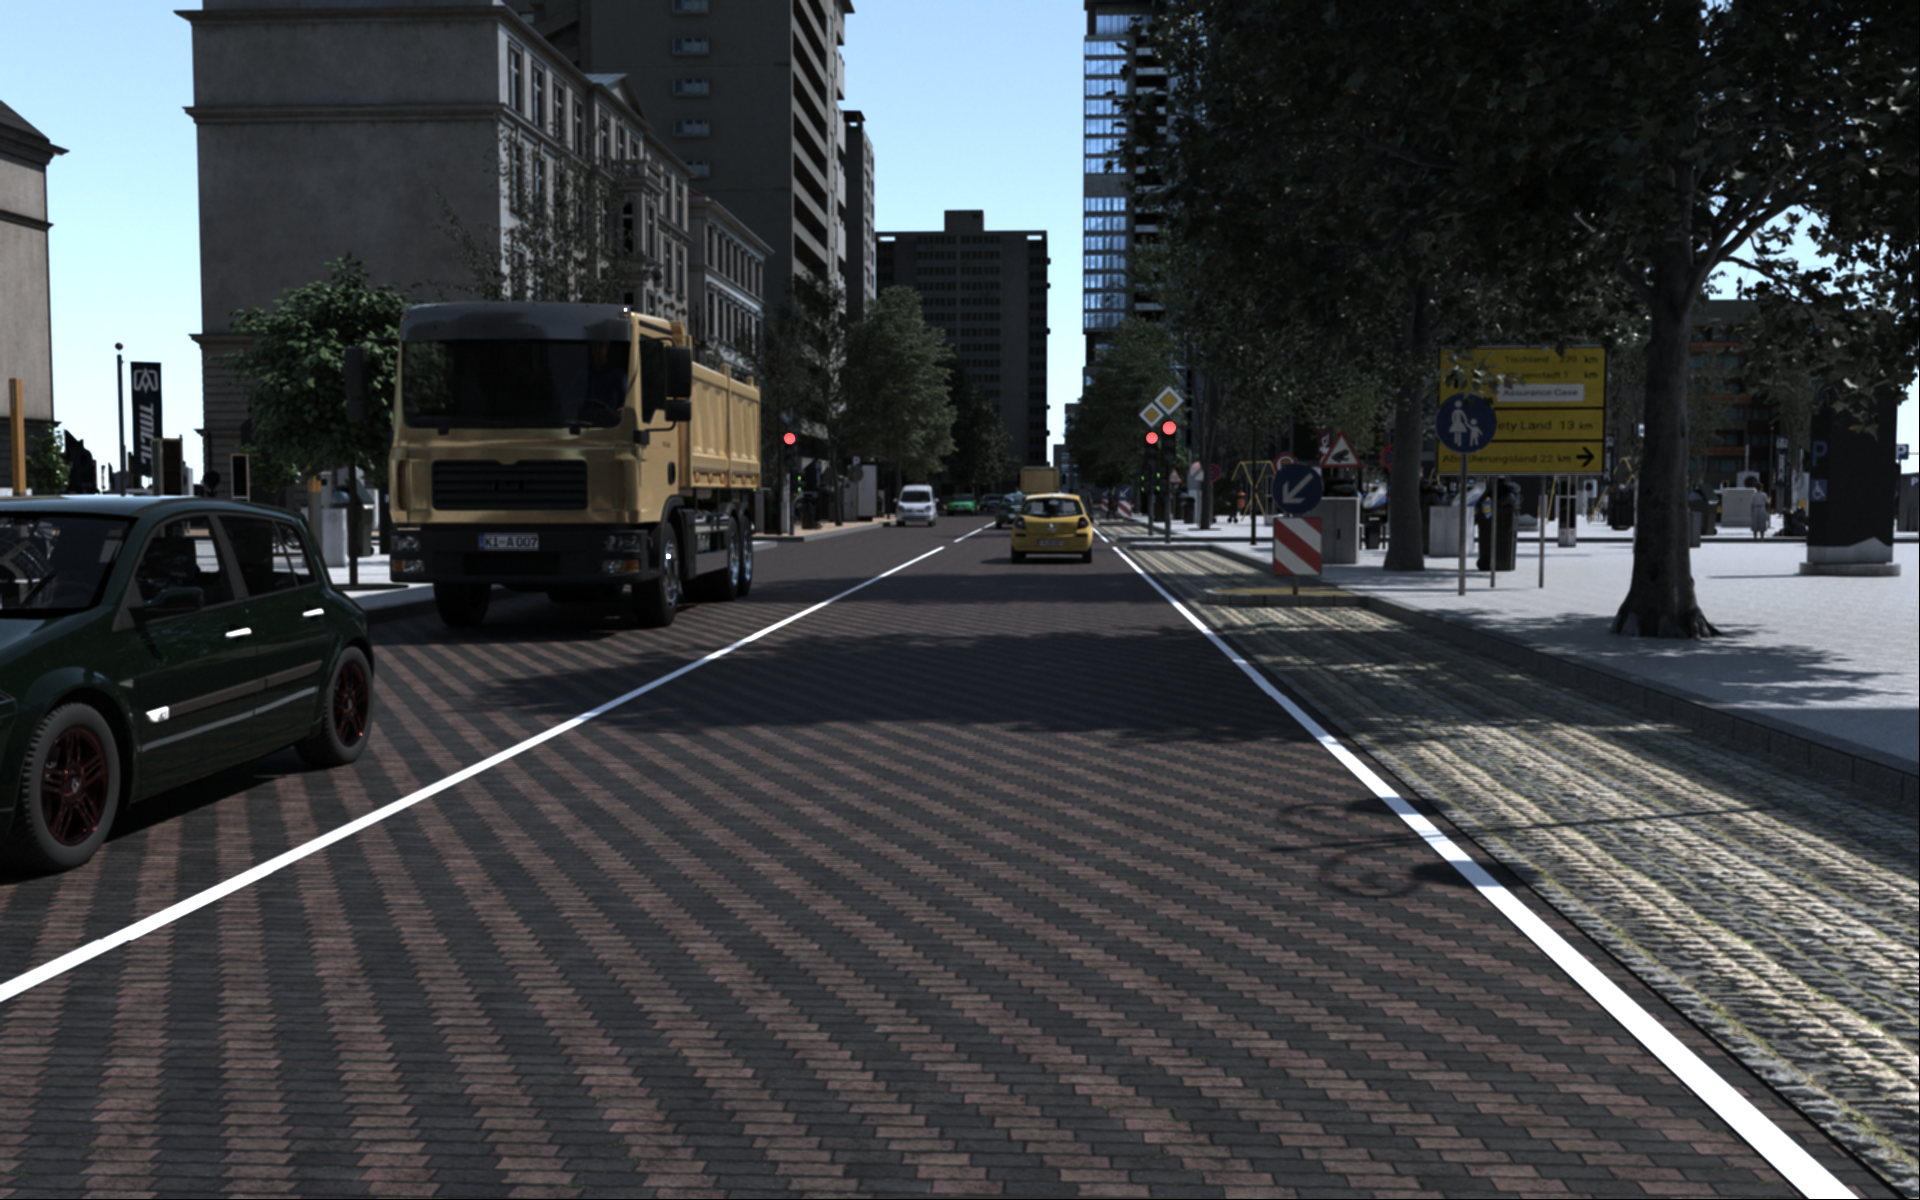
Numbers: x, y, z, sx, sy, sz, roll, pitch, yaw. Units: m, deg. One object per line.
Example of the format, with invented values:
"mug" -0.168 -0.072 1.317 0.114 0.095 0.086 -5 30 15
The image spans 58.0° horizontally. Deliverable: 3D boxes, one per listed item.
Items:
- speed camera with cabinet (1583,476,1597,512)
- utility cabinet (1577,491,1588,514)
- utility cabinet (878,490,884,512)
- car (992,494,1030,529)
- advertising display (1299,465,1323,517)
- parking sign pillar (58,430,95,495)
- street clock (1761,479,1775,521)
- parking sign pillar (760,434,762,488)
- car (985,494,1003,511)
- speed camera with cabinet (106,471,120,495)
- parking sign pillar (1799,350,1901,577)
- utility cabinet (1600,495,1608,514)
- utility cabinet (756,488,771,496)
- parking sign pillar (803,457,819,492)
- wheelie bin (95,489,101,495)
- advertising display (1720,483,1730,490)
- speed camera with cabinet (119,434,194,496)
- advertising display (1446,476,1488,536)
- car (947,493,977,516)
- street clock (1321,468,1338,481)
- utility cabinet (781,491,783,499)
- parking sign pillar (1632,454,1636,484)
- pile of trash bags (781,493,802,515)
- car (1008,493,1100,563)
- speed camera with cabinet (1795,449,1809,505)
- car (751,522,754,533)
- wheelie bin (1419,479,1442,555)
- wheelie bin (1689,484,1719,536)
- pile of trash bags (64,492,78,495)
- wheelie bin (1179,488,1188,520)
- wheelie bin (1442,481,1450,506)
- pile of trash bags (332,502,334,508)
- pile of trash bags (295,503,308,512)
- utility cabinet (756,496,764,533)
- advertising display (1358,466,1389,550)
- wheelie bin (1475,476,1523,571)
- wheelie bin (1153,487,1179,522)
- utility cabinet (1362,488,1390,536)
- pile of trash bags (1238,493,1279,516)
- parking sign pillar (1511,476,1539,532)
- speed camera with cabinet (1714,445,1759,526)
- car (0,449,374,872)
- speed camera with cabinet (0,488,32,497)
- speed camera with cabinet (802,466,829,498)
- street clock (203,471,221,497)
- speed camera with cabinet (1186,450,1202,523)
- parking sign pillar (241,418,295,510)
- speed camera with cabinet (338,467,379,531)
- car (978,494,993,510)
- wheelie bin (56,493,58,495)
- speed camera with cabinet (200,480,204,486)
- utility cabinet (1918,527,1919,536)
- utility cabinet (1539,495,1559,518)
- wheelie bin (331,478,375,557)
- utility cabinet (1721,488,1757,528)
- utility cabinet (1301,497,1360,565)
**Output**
"speed camera with cabinet" 39.189 -7.051 109.617 2.038 3.252 0.660 3 5 41
"utility cabinet" 38.572 -6.051 107.614 0.318 1.500 1.173 -1 4 -11
"utility cabinet" -4.682 -5.531 99.103 0.318 1.500 1.173 -2 4 -26
"car" 2.399 -3.707 72.400 2.131 1.459 4.920 0 4 1
"advertising display" 7.899 -2.049 38.713 0.123 1.923 0.974 -2 4 -29
"parking sign pillar" -37.266 -5.193 73.373 1.447 3.967 1.447 1 4 10
"street clock" 38.083 -4.725 81.823 0.471 2.002 0.358 2 4 31
"parking sign pillar" -9.320 -5.457 77.694 1.447 3.967 1.447 1 4 16
"car" 3.124 -8.156 145.349 2.014 1.417 4.499 0 4 2
"speed camera with cabinet" -34.288 -4.658 70.488 0.660 3.252 2.038 -2 4 -35
"parking sign pillar" 14.130 -2.381 27.401 1.447 3.967 1.447 -1 4 -16
"utility cabinet" 42.618 -6.296 114.104 1.020 1.237 0.306 -2 4 -32
"utility cabinet" -11.684 -5.881 104.840 1.173 1.500 0.318 0 4 1
"parking sign pillar" -10.908 -8.491 127.303 1.447 3.967 1.447 2 4 31
"wheelie bin" -50.378 -5.682 100.811 0.980 1.594 0.693 1 4 10
"advertising display" 43.306 -5.681 98.098 0.123 1.923 0.974 0 4 -2
"speed camera with cabinet" -26.328 -3.826 56.885 2.038 3.252 0.660 -1 4 -8
"advertising display" 11.786 -2.145 40.279 0.974 1.923 0.123 -1 4 -11
"car" 0.149 -6.389 113.262 1.959 1.807 4.718 0 4 4
"street clock" 7.824 -1.964 36.689 0.358 2.002 0.471 2 4 30
"utility cabinet" -12.244 -6.535 115.518 1.173 1.500 0.318 3 4 37
"parking sign pillar" 43.322 -7.494 110.993 1.447 3.967 1.447 2 4 25
"pile of trash bags" -9.346 -5.248 95.557 1.912 1.369 3.447 0 4 -3
"car" 2.009 -1.655 37.286 2.015 1.641 3.980 0 4 4
"speed camera with cabinet" 36.935 -4.914 74.685 0.660 3.252 2.038 -1 4 -21
"car" -8.307 -2.514 49.902 4.718 1.807 1.959 0 4 3
"wheelie bin" 10.000 -1.862 38.358 0.693 1.594 0.980 -2 4 -25
"wheelie bin" 22.884 -2.780 53.367 0.980 1.594 0.693 -2 4 -35
"pile of trash bags" -35.444 -3.539 67.609 3.447 1.369 1.912 2 4 33
"wheelie bin" 10.789 -4.717 85.025 0.980 1.594 0.693 3 4 36
"wheelie bin" 12.173 -2.153 43.114 0.693 1.594 0.980 0 4 -4
"pile of trash bags" -41.792 -6.604 117.731 3.447 1.369 1.912 1 4 9
"pile of trash bags" -43.406 -6.304 112.815 1.912 1.369 3.447 1 4 16
"utility cabinet" -6.746 -2.857 57.872 1.020 1.237 0.306 0 4 -3
"advertising display" 9.531 -2.126 39.975 0.974 1.923 0.123 -3 4 -38
"wheelie bin" 9.052 -1.294 29.072 0.693 1.594 0.980 2 4 27
"wheelie bin" 9.226 -4.332 78.739 0.980 1.594 0.693 -2 4 -23
"utility cabinet" 12.884 -2.701 52.838 1.173 1.500 0.318 -1 4 -19
"pile of trash bags" 17.571 -5.746 103.693 1.912 1.369 3.447 3 5 39
"parking sign pillar" 19.177 -4.343 59.484 1.447 3.967 1.447 0 4 -1
"speed camera with cabinet" 30.957 -4.601 69.564 2.038 3.252 0.660 0 4 1
"car" -4.140 0.119 7.848 2.009 1.686 4.222 0 4 3
"speed camera with cabinet" -25.889 -3.170 46.164 0.660 3.252 2.038 2 4 30
"speed camera with cabinet" -10.190 -7.886 123.266 2.038 3.252 0.660 1 4 21
"street clock" -23.349 -3.028 54.074 0.471 2.002 0.358 -3 5 -43
"speed camera with cabinet" 10.426 -5.058 77.032 0.660 3.252 2.038 0 4 6
"parking sign pillar" -18.319 -3.509 45.843 1.447 3.967 1.447 1 4 13
"speed camera with cabinet" -20.431 -3.993 59.629 0.660 3.252 2.038 2 4 28
"car" 2.706 -8.698 154.009 2.131 1.459 4.920 0 4 4
"wheelie bin" -47.755 -5.132 91.822 0.693 1.594 0.980 2 4 27
"speed camera with cabinet" -45.193 -6.806 105.613 2.038 3.252 0.660 -3 5 -42
"utility cabinet" 29.333 -2.661 52.189 0.318 1.500 1.173 0 4 5
"utility cabinet" 31.677 -5.013 93.130 1.020 1.237 0.306 -1 4 -11
"wheelie bin" -12.356 -1.671 35.224 0.693 1.594 0.980 0 4 4
"utility cabinet" 29.495 -3.481 65.585 1.173 1.500 0.318 3 5 41
"utility cabinet" 6.804 -1.264 31.830 1.020 1.237 0.306 2 4 27
